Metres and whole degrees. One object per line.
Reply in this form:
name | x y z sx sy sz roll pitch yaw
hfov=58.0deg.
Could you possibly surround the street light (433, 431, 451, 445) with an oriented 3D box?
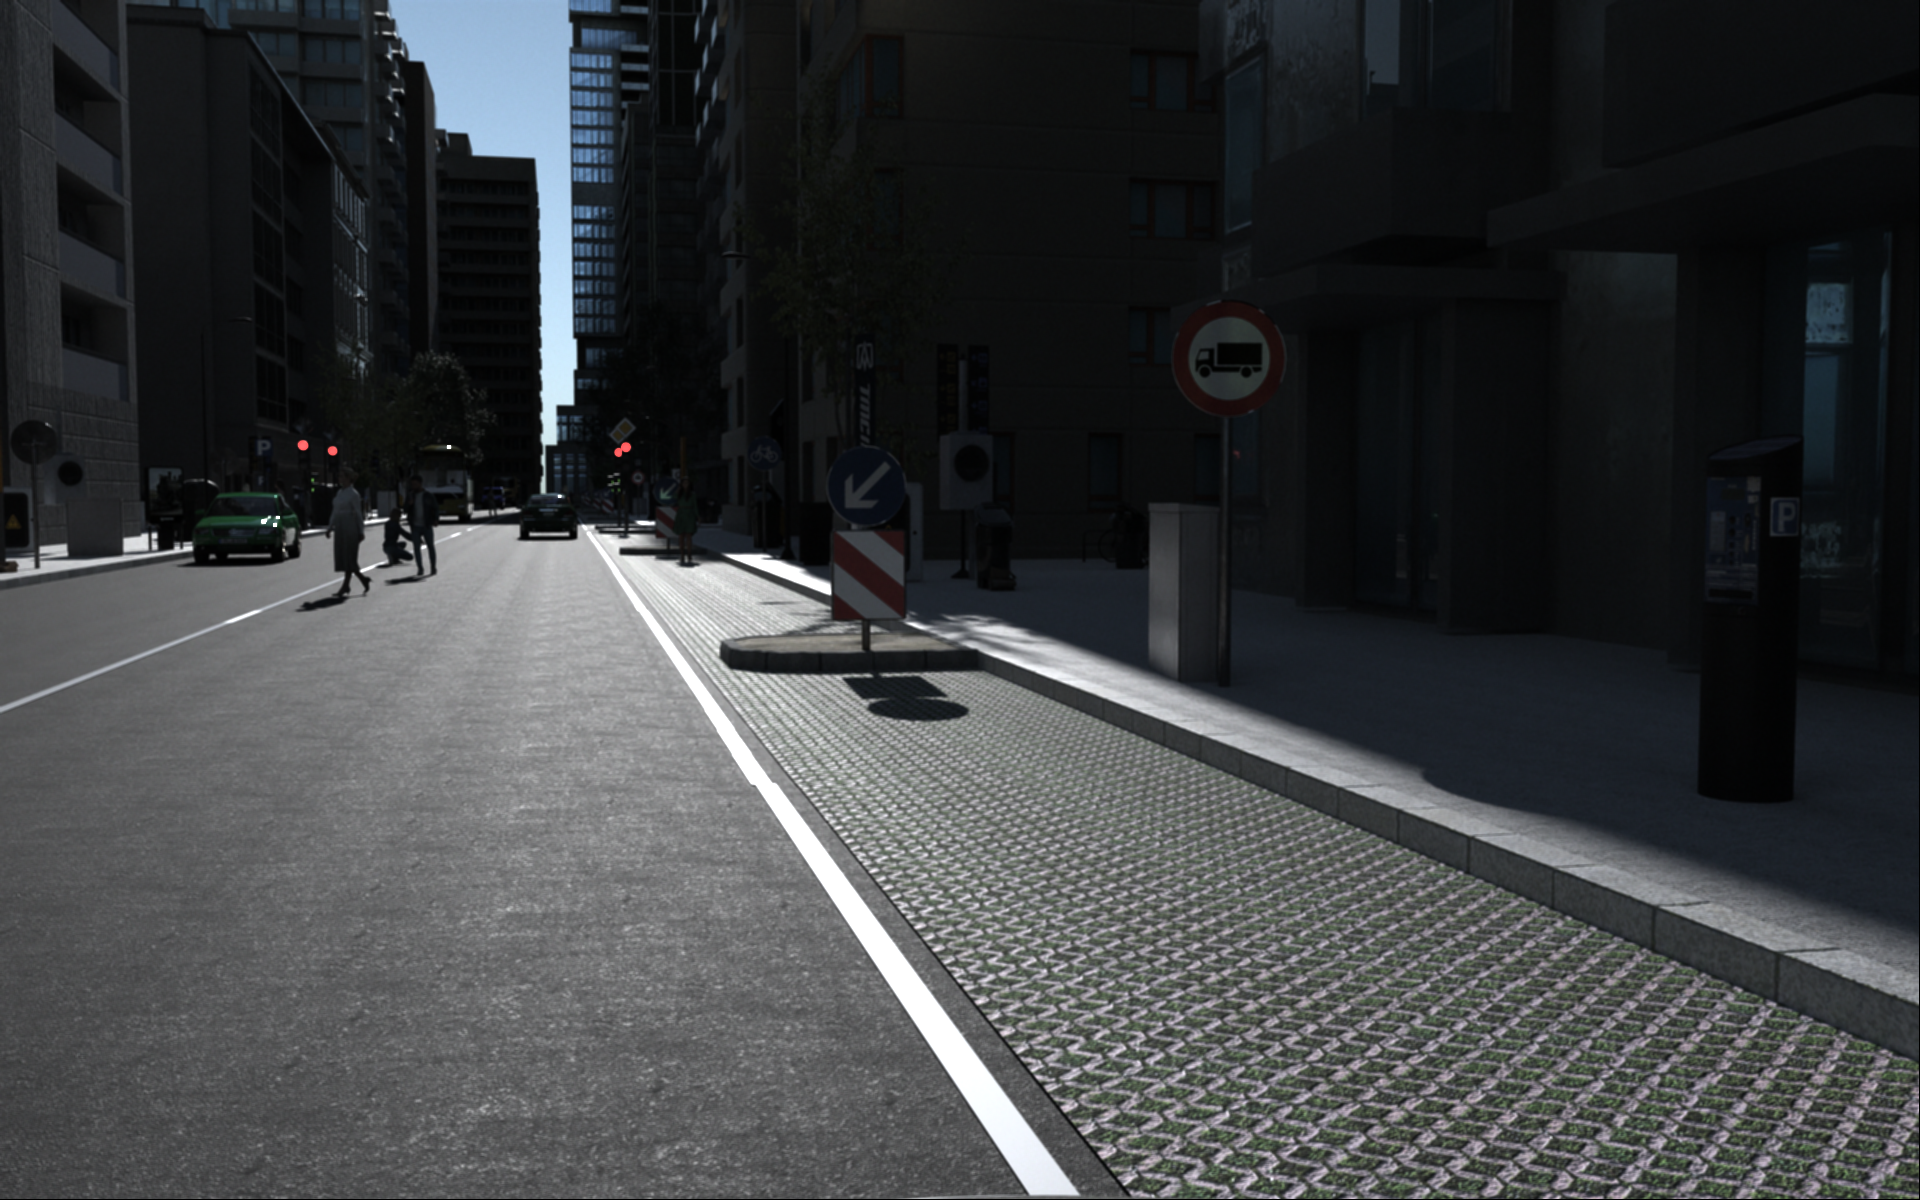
street light | -38.072 -9.462 127.252 1.470 5.913 1.316 -1 4 -13

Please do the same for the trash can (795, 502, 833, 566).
trash can | -2.590 -1.192 31.149 0.748 1.137 0.748 0 3 0

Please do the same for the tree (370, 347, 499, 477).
tree | -40.985 -13.359 135.419 9.611 12.733 9.660 0 3 0

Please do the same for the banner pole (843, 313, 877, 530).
banner pole | -1.404 -2.074 23.923 0.401 3.779 0.863 -3 5 -40

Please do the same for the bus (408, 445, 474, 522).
bus | -26.999 -6.071 90.811 2.896 3.916 12.252 -1 4 -14

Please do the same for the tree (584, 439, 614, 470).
tree | -43.634 -15.916 210.596 4.360 8.622 3.978 0 3 0

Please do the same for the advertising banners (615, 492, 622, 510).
advertising banners | -26.836 -8.602 136.828 0.090 3.025 2.074 -2 4 -35

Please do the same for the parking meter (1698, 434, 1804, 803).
parking meter | 3.339 0.067 7.321 0.372 1.533 0.369 0 3 0

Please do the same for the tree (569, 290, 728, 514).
tree | -13.269 -8.891 79.775 7.601 10.594 8.767 0 4 1

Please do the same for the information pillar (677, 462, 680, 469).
information pillar | -20.590 -8.316 127.322 0.504 3.616 0.183 -3 4 -37

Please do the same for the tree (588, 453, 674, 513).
tree | -22.788 -8.260 118.757 4.285 4.588 4.351 0 3 0

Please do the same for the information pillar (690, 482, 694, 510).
information pillar | -16.299 -6.130 104.719 0.304 2.012 0.304 -3 5 -44

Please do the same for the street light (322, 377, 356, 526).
street light | -24.699 -5.895 68.919 1.470 5.913 1.316 -1 4 -13

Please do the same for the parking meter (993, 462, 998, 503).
parking meter | 0.565 -1.592 31.743 0.255 1.863 0.399 0 4 3

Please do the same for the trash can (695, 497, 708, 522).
trash can | -12.160 -4.237 80.936 0.748 1.137 0.748 0 3 0

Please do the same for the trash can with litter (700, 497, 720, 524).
trash can with litter | -10.844 -3.867 74.614 1.055 1.170 0.624 3 4 38

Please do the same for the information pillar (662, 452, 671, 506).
information pillar | -16.241 -6.391 95.840 0.504 3.616 0.183 1 4 17

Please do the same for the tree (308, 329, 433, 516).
tree | -27.268 -7.811 78.065 4.737 8.622 4.395 0 3 0

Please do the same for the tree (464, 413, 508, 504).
tree | -60.540 -17.811 216.961 9.928 11.665 9.643 0 3 0

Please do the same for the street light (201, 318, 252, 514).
street light | -19.361 -4.476 45.719 1.470 5.913 1.316 -1 4 -13

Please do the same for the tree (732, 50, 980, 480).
tree | -1.838 -4.821 29.194 4.737 8.622 4.395 0 3 0

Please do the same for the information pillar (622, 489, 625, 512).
information pillar | -23.930 -8.083 123.509 0.183 3.616 0.504 3 4 37

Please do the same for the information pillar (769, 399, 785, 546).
information pillar | -4.494 -3.132 42.571 0.183 3.616 0.504 3 4 36

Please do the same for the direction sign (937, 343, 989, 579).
direction sign | 0.047 -2.099 26.316 0.876 3.537 0.379 -2 4 -27

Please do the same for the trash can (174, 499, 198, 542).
trash can | -20.924 -2.143 46.684 0.748 1.137 0.748 0 3 0

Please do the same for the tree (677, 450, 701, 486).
tree | -21.100 -8.941 129.899 4.285 4.588 4.351 0 3 0

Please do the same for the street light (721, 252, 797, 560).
street light | -3.896 -3.733 33.584 1.470 5.913 1.316 -1 4 -13

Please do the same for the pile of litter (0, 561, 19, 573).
pile of litter | -16.210 -0.895 28.596 1.176 0.858 1.719 -2 4 -32

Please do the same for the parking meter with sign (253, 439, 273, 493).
parking meter with sign | -22.452 -3.637 55.721 0.543 3.016 1.738 -2 4 -27

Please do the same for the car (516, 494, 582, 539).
car | -13.579 -2.777 57.208 2.131 1.459 4.920 -1 4 -13

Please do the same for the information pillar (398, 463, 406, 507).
information pillar | -38.985 -7.936 121.109 0.504 3.616 0.183 -2 4 -27

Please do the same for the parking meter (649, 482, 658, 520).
parking meter | -15.111 -4.872 85.370 0.399 1.863 0.255 -2 4 -24

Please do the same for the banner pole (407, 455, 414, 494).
banner pole | -35.614 -7.472 112.181 0.401 3.779 0.863 1 4 22

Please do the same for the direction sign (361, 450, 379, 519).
direction sign | -30.214 -5.920 88.789 0.876 3.537 0.379 0 3 0

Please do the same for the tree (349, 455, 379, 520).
tree | -29.424 -5.494 84.433 1.663 3.219 1.824 0 3 0

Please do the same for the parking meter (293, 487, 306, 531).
parking meter | -22.784 -3.139 59.736 0.372 1.533 0.369 0 3 0

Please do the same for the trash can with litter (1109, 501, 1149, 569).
trash can with litter | 3.128 -1.127 29.822 1.055 1.170 0.624 -1 4 -13

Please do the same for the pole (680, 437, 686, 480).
pole | -9.833 -4.146 61.626 0.158 3.312 0.155 0 3 0

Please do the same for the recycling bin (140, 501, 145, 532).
recycling bin | -28.169 -2.826 58.765 0.722 1.027 0.722 0 4 3

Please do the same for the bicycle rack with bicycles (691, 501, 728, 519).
bicycle rack with bicycles | -13.058 -4.660 89.580 2.925 0.926 2.852 2 4 35

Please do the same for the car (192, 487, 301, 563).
car | -15.420 -1.758 37.543 1.959 1.807 4.718 -1 4 -15

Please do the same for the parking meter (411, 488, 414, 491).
parking meter | -34.787 -6.410 110.509 0.255 1.863 0.399 1 4 13

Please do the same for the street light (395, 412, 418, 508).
street light | -31.449 -7.691 98.292 1.470 5.913 1.316 -1 4 -13

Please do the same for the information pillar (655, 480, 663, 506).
information pillar | -15.595 -5.212 89.707 0.304 2.012 0.304 -2 4 -25

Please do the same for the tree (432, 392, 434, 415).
tree | -33.483 -9.366 103.491 4.737 8.622 4.395 0 3 0

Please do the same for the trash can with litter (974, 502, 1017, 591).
trash can with litter | 0.553 -0.731 23.347 0.624 1.170 1.055 -1 4 -13

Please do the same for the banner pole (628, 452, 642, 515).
banner pole | -19.412 -6.954 103.718 0.863 3.779 0.401 0 4 6

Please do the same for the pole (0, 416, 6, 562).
pole | -16.854 -2.228 30.265 0.158 3.312 0.155 0 3 0

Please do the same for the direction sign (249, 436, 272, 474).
direction sign | -27.343 -4.632 67.726 0.876 3.537 0.379 0 4 2

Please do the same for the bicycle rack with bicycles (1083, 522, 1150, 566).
bicycle rack with bicycles | 3.746 -1.155 32.260 2.925 0.926 2.852 -2 4 -30

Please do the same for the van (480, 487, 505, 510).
van | -42.739 -9.431 158.576 2.240 2.365 5.245 -1 4 -13

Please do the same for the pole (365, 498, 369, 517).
pole | -33.749 -6.400 98.490 0.158 3.312 0.155 0 3 0

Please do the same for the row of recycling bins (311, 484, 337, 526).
row of recycling bins | -25.995 -3.926 71.302 1.069 1.692 3.534 -1 4 -12

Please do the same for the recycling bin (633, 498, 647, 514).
recycling bin | -20.320 -5.951 109.856 0.722 1.027 0.722 2 4 27

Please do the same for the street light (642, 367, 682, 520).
street light | -10.752 -5.558 63.420 1.470 5.913 1.316 -1 4 -13

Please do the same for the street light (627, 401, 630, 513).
street light | -16.026 -6.959 86.326 1.470 5.913 1.316 -1 4 -13

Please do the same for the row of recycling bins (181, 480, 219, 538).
row of recycling bins | -22.308 -2.656 50.546 1.069 1.692 3.534 -2 4 -30
